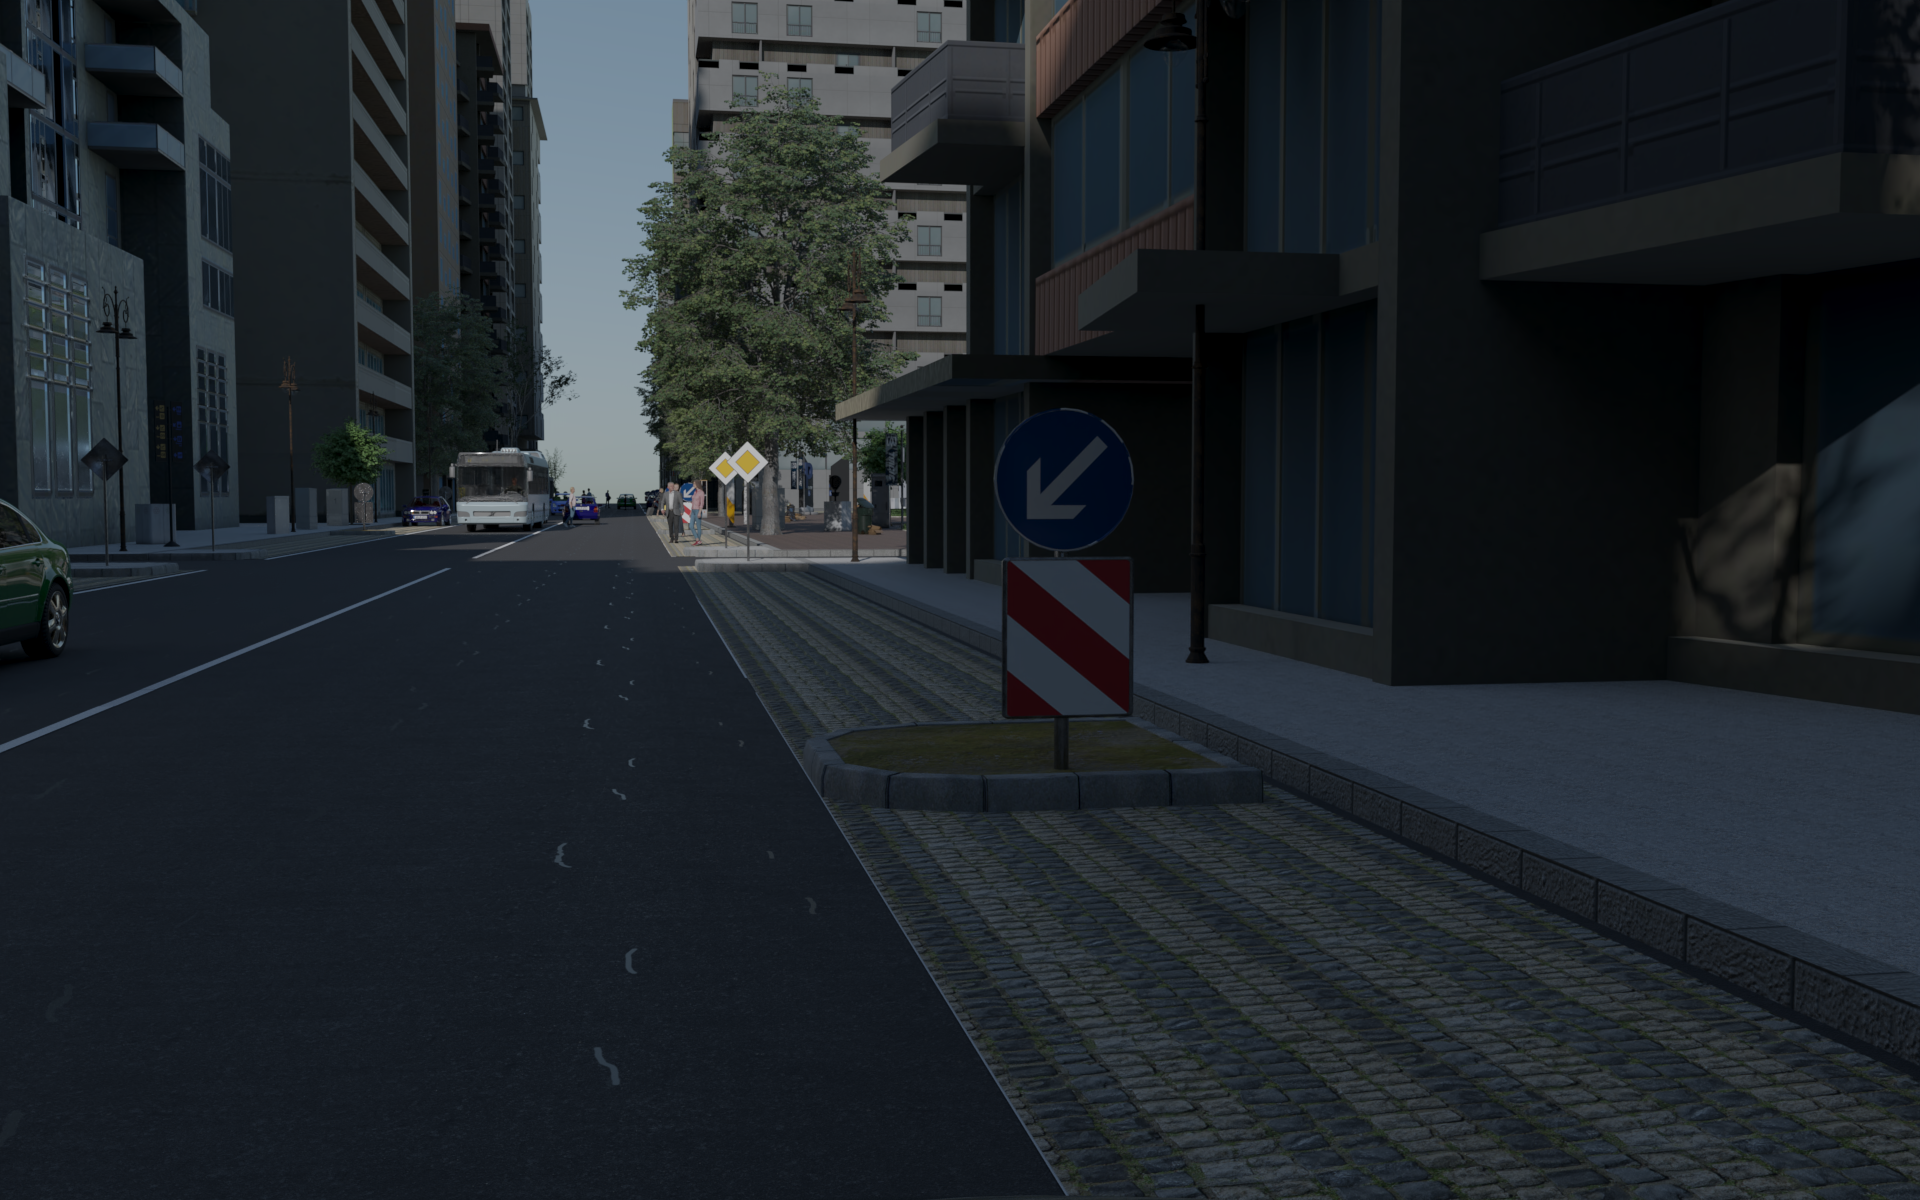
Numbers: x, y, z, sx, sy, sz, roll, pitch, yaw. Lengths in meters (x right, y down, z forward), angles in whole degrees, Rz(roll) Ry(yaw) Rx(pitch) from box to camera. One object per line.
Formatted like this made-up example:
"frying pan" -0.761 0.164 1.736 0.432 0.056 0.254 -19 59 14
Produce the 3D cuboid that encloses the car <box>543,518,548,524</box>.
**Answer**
"car" -21.161 -4.424 84.699 2.083 1.381 4.827 -1 4 -12

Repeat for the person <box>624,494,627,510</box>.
"person" -29.865 -8.725 154.419 0.557 1.426 1.065 -1 4 -16

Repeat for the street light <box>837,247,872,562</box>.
"street light" -1.986 -3.660 32.634 0.468 5.910 1.993 -1 4 -11

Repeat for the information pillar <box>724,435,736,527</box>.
"information pillar" -8.894 -4.619 66.874 0.504 3.616 0.183 3 5 43

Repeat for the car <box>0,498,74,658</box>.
"car" -8.537 -0.300 13.698 1.959 1.807 4.718 -1 4 -11

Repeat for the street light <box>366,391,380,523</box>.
"street light" -26.329 -6.428 77.891 0.468 5.910 1.993 -1 4 -11

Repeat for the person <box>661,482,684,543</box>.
"person" -8.336 -2.525 50.183 0.661 1.777 0.834 -1 4 -9

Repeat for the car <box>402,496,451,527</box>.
"car" -23.755 -3.949 77.148 1.945 1.354 3.894 -1 4 -9

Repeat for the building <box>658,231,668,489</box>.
"building" -39.179 -35.613 265.870 14.154 41.232 14.086 -1 4 -11

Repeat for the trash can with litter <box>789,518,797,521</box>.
"trash can with litter" -8.735 -4.481 84.318 1.678 1.210 2.233 -2 4 -35

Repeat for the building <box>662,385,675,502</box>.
"building" -28.055 -24.516 245.873 27.650 21.520 28.899 -1 4 -11

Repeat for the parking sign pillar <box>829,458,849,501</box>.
"parking sign pillar" -7.927 -7.656 113.649 1.447 3.967 1.447 -2 4 -29

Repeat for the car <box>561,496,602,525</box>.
"car" -17.923 -4.246 82.003 1.945 1.354 3.894 -1 4 -12

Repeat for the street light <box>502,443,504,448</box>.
"street light" -40.582 -11.085 154.028 0.468 5.910 1.993 -1 4 -11

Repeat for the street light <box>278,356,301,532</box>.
"street light" -22.499 -5.228 58.270 0.468 5.910 1.993 -1 4 -11

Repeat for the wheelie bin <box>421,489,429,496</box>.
"wheelie bin" -33.906 -6.271 110.431 0.980 1.594 0.693 -1 4 -14

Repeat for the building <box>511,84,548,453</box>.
"building" -68.524 -38.879 224.914 28.713 52.752 27.495 -1 4 -11

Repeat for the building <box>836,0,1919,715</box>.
"building" 10.785 -22.355 20.126 22.147 44.769 28.867 -1 4 -11

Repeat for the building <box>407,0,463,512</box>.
"building" -41.763 -28.563 117.108 14.600 45.320 14.200 -1 4 -11

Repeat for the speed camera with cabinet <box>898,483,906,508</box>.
"speed camera with cabinet" -3.477 -6.844 106.236 0.660 3.252 2.038 0 4 -1

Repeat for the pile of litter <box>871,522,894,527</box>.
"pile of litter" -3.223 -3.354 68.795 1.719 0.858 1.176 3 4 38

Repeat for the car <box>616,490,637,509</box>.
"car" -31.530 -9.486 163.887 1.959 1.807 4.718 -1 4 -10

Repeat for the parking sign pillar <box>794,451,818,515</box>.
"parking sign pillar" -9.474 -7.226 106.615 1.447 3.967 1.447 1 4 18

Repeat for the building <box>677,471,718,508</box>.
"building" -16.773 -44.500 165.835 20.563 71.187 20.611 -1 4 -11

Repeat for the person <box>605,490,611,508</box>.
"person" -35.381 -10.149 174.306 0.599 1.838 0.709 2 4 34

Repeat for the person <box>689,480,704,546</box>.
"person" -7.267 -2.397 47.696 0.555 1.821 0.388 3 5 39

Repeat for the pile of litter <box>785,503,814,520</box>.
"pile of litter" -8.335 -4.520 87.867 1.176 0.858 1.719 1 4 13

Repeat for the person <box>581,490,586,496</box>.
"person" -28.216 -7.364 129.582 0.721 1.739 1.217 2 4 31

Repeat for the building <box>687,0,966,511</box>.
"building" -8.399 -33.876 143.103 28.713 52.752 27.495 -1 4 -11

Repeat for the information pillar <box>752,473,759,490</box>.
"information pillar" -13.505 -7.524 114.365 0.504 3.616 0.183 0 4 0

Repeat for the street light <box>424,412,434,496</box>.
"street light" -29.989 -7.655 97.953 0.468 5.910 1.993 -1 4 -11

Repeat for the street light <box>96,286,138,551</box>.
"street light" -18.749 -4.027 38.634 0.468 5.910 1.993 -1 4 -11

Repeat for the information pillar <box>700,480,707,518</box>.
"information pillar" -13.491 -5.299 91.124 0.304 2.012 0.304 -2 4 -24

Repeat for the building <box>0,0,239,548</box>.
"building" -34.343 -44.991 48.279 22.319 86.520 31.000 -1 4 -11

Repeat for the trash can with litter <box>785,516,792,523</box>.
"trash can with litter" -8.109 -4.068 77.893 1.055 1.170 0.624 -3 5 -41

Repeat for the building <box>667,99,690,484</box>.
"building" -23.309 -30.590 183.748 14.154 41.232 14.086 -1 4 -11

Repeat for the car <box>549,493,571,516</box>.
"car" -26.754 -6.568 116.984 1.945 1.707 3.694 -1 4 -12

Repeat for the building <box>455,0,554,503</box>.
"building" -69.526 -49.583 248.936 20.563 71.187 20.611 -1 4 -11

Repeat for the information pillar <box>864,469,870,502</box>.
"information pillar" -4.994 -6.215 92.965 0.183 3.616 0.504 -3 4 -39

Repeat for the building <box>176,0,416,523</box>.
"building" -39.112 -28.137 83.745 21.300 48.544 21.600 -1 4 -11

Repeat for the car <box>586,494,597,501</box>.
"car" -52.911 -14.505 247.381 2.015 1.641 3.980 -1 4 -12

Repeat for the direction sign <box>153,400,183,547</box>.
"direction sign" -19.218 -3.066 42.119 0.379 3.537 0.876 1 4 19

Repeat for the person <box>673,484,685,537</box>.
"person" -9.375 -2.961 57.330 0.576 1.772 0.534 1 4 10

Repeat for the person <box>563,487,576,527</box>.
"person" -16.782 -3.995 74.482 0.598 1.740 0.731 -2 4 -27

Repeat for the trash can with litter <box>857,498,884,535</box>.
"trash can with litter" -2.842 -2.658 54.845 1.055 1.170 0.624 3 5 44

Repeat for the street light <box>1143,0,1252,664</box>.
"street light" 1.806 -2.460 13.006 0.468 5.910 1.993 -1 4 -11

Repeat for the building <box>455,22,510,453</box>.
"building" -53.199 -30.780 157.882 22.147 44.769 28.867 -1 4 -11

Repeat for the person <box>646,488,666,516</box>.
"person" -19.366 -6.249 110.885 1.509 1.804 0.699 3 5 39

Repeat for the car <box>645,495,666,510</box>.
"car" -26.926 -8.614 153.413 1.945 1.354 3.894 -1 4 -10

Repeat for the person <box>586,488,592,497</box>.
"person" -24.312 -6.432 113.694 0.654 1.822 0.581 3 4 37
